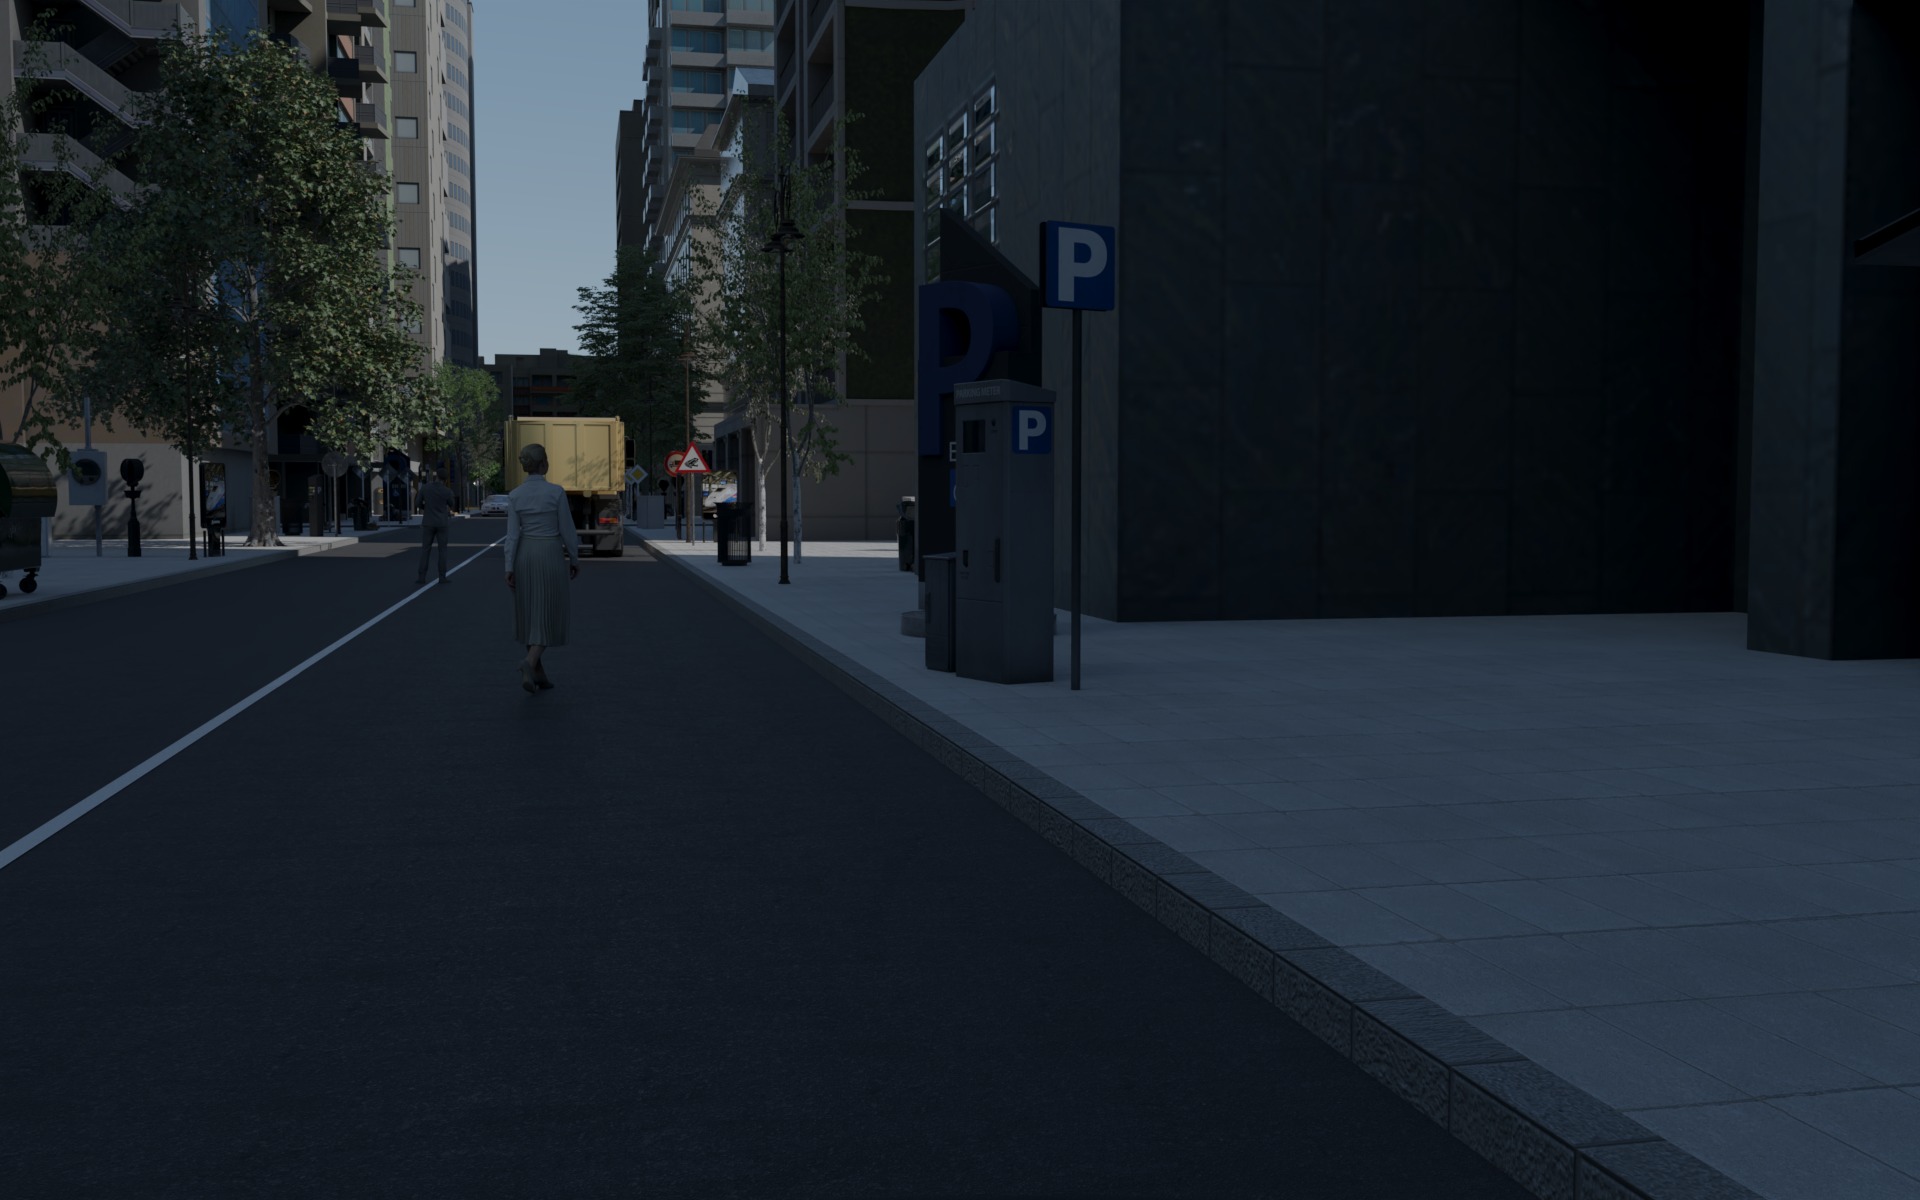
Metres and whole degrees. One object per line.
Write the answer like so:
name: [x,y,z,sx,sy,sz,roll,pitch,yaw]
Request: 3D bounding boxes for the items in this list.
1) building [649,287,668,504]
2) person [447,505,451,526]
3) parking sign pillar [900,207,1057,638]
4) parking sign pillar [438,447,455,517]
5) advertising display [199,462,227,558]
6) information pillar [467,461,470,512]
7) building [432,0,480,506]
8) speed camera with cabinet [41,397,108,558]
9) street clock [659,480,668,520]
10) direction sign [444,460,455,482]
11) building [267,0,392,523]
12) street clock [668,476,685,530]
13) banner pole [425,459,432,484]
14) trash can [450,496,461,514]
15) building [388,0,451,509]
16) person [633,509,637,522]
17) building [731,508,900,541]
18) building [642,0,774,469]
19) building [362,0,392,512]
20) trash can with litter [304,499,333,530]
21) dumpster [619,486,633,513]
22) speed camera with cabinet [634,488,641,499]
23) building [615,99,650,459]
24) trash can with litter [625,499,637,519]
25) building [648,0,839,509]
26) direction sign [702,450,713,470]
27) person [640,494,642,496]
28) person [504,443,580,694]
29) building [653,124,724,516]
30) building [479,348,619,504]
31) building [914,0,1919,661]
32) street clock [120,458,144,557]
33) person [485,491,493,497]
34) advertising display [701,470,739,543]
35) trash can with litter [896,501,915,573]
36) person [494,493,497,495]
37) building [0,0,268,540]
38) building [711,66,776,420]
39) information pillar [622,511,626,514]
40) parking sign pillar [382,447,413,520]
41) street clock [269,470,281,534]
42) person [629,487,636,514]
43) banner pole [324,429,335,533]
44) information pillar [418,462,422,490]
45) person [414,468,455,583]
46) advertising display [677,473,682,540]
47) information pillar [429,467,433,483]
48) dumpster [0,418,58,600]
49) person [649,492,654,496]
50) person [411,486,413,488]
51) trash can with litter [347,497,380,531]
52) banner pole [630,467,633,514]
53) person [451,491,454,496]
building: [-19.989,-16.857,140.231,10.561,19.102,19.286,-1,4,-13]
person: [-23.296,-3.977,78.544,0.505,1.210,0.382,2,4,23]
parking sign pillar: [0.169,-1.674,15.849,1.447,3.967,1.447,-3,5,-39]
parking sign pillar: [-29.567,-6.740,98.675,1.447,3.967,1.447,-1,4,-17]
advertising display: [-15.259,-1.846,35.393,0.123,1.923,0.974,0,4,1]
information pillar: [-34.466,-7.951,121.359,0.183,3.616,0.504,-1,4,-14]
building: [-62.658,-39.199,182.900,21.231,58.520,28.212,-1,4,-13]
speed camera with cabinet: [-18.437,-2.493,35.104,2.038,3.252,0.660,-1,4,-20]
street clock: [-14.881,-5.048,87.103,0.471,2.002,0.358,2,4,27]
direction sign: [-34.335,-7.594,116.164,0.876,3.537,0.379,-1,4,-17]
building: [-40.495,-26.349,85.435,22.147,44.769,28.867,-1,4,-13]
street clock: [-10.087,-3.509,61.942,0.471,2.002,0.358,-1,4,-14]
banner pole: [-37.381,-8.069,121.949,0.401,3.779,0.863,1,4,18]
trash can: [-31.879,-5.972,109.290,0.748,1.137,0.748,0,3,0]
building: [-60.445,-34.608,155.083,28.713,52.752,27.495,-1,4,-13]
person: [-14.962,-4.591,81.316,0.699,1.804,1.509,1,4,18]
building: [3.494,-37.509,51.517,20.563,71.187,20.611,-1,4,-13]
building: [-18.718,-33.423,166.066,23.786,49.044,30.456,-1,4,-13]
building: [-47.446,-26.733,120.671,14.154,41.232,14.086,-1,4,-13]
trash can with litter: [-22.687,-3.052,61.295,0.624,1.170,1.055,0,4,6]
dumpster: [-21.219,-6.331,109.271,1.264,1.857,1.865,-1,4,-12]
speed camera with cabinet: [-26.893,-9.155,144.021,0.660,3.252,2.038,0,4,4]
building: [-30.689,-35.939,211.296,21.300,48.544,21.600,-1,4,-13]
trash can with litter: [-16.544,-4.689,88.044,1.055,1.170,0.624,1,4,21]
building: [-25.454,-45.979,190.002,20.563,71.187,20.611,-1,4,-13]
direction sign: [-13.009,-5.947,89.227,0.379,3.537,0.876,2,4,27]
person: [-24.686,-7.574,134.554,0.362,1.253,0.373,-1,4,-16]
person: [-3.059,-0.232,12.523,0.478,1.798,0.641,1,4,15]
building: [-11.627,-17.305,116.226,16.112,22.955,30.059,-1,4,-13]
building: [-57.327,-24.498,245.583,28.899,21.520,27.650,-1,4,-13]
building: [13.549,-42.785,12.201,22.319,86.520,31.000,-1,4,-13]
street clock: [-16.872,-1.882,35.343,0.471,2.002,0.358,2,4,30]
person: [-58.911,-12.858,216.995,1.217,1.736,0.721,1,4,15]
advertising display: [-6.326,-2.472,45.637,0.974,1.923,0.123,-1,4,-15]
trash can with litter: [-0.652,-1.052,28.589,0.624,1.170,1.055,-2,4,-24]
person: [-56.495,-12.350,211.156,0.628,1.438,0.799,0,4,5]
building: [-30.127,-24.656,53.232,14.200,45.320,14.600,-1,4,-13]
building: [5.337,-16.495,88.779,34.723,24.649,14.460,-1,4,-13]
information pillar: [-24.750,-7.455,126.387,0.304,2.012,0.304,0,4,5]
parking sign pillar: [-28.057,-5.981,86.265,1.447,3.967,1.447,0,4,-6]
street clock: [-20.636,-2.898,51.956,0.471,2.002,0.358,-2,4,-34]
person: [-19.238,-5.796,101.805,0.522,1.701,0.512,2,4,30]
banner pole: [-20.706,-4.084,56.792,0.401,3.779,0.863,-1,4,-18]
information pillar: [-39.011,-8.187,125.216,0.183,3.616,0.504,0,4,4]
person: [-8.477,-1.200,27.921,0.655,1.846,0.447,-1,4,-11]
advertising display: [-7.968,-2.690,49.190,0.123,1.923,0.974,0,4,-8]
information pillar: [-43.958,-9.322,143.769,0.504,3.616,0.183,1,4,14]
dumpster: [-12.253,-1.158,21.434,1.502,2.255,1.985,-1,4,-13]
person: [-19.373,-6.248,108.547,0.624,1.780,0.694,0,4,-3]
person: [-36.710,-6.722,115.830,0.514,1.842,0.818,0,4,2]
trash can with litter: [-20.810,-3.002,60.471,0.624,1.170,1.055,2,4,24]
banner pole: [-19.494,-6.895,102.752,0.401,3.779,0.863,-2,4,-30]
person: [-32.600,-6.377,110.581,0.678,1.792,0.850,0,4,3]
